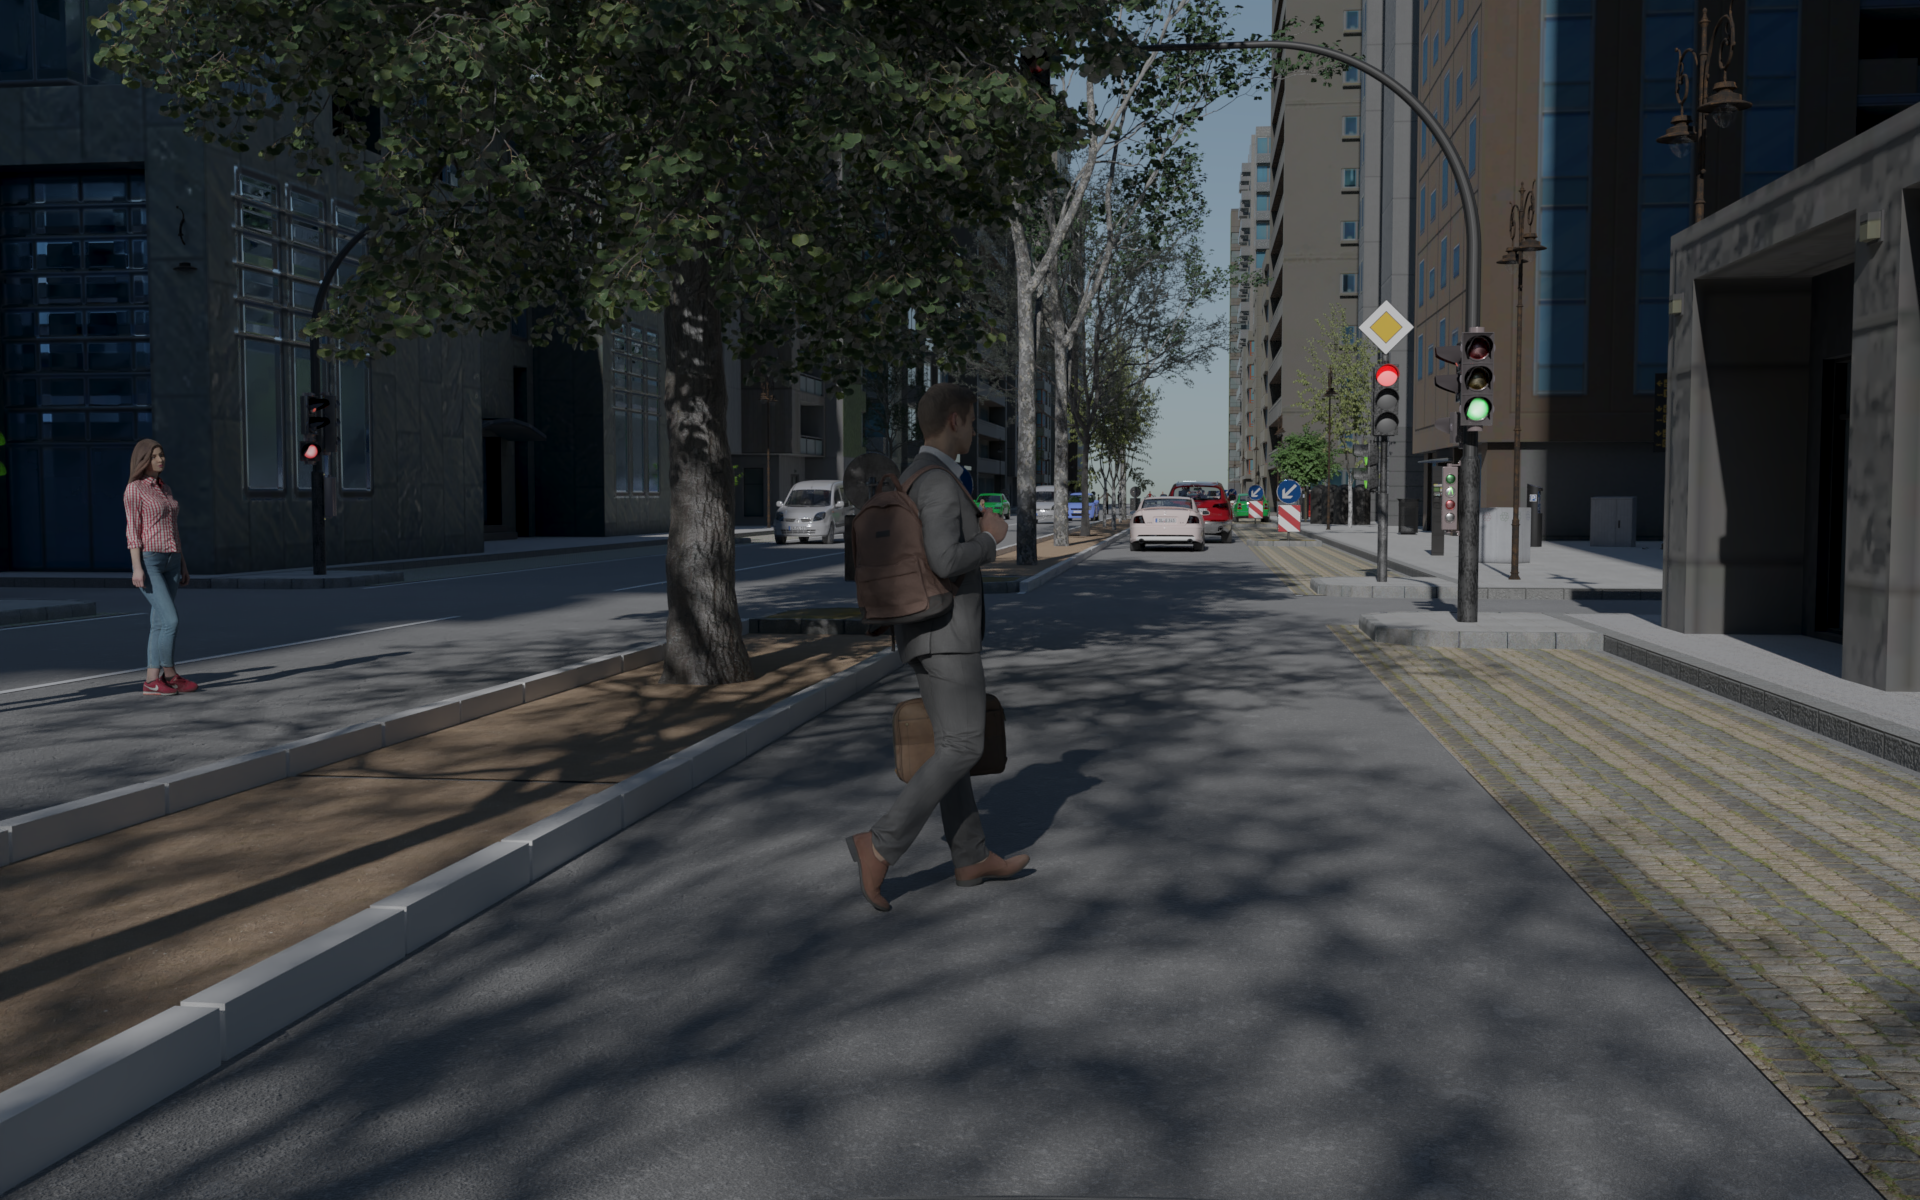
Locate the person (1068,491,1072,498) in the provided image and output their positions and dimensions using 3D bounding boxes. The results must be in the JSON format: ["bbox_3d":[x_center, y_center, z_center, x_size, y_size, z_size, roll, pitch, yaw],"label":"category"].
[{"bbox_3d":[11.256,-10.279,177.224,0.621,1.740,0.551,1,4,11],"label":"person"}]

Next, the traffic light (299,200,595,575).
[{"bbox_3d":[-8.077,-3.210,27.159,4.771,5.953,1.251,0,4,8],"label":"traffic light"}]

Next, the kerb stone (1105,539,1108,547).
[{"bbox_3d":[3.772,-1.457,46.025,0.120,0.150,1.000,0,4,8],"label":"kerb stone"}]

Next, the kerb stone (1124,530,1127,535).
[{"bbox_3d":[5.453,-2.195,58.225,0.120,0.150,1.000,0,4,8],"label":"kerb stone"}]

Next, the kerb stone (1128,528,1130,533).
[{"bbox_3d":[5.858,-2.390,61.268,0.120,0.150,1.000,0,4,8],"label":"kerb stone"}]

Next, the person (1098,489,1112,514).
[{"bbox_3d":[10.316,-6.973,122.513,1.348,1.823,0.705,-2,4,-27],"label":"person"}]

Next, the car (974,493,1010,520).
[{"bbox_3d":[1.719,-5.349,96.256,1.959,1.807,4.718,1,4,9],"label":"car"}]

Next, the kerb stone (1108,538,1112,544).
[{"bbox_3d":[4.060,-1.582,48.063,0.120,0.150,1.000,0,4,8],"label":"kerb stone"}]

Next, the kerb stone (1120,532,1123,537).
[{"bbox_3d":[5.031,-2.017,55.173,0.120,0.150,1.000,0,4,8],"label":"kerb stone"}]

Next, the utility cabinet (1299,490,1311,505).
[{"bbox_3d":[19.587,-5.433,97.504,1.173,1.500,0.318,2,4,27],"label":"utility cabinet"}]

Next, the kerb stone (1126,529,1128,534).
[{"bbox_3d":[5.589,-2.266,59.238,0.120,0.150,1.000,0,4,8],"label":"kerb stone"}]

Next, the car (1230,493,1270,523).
[{"bbox_3d":[14.687,-4.825,87.678,1.959,1.807,4.718,0,4,6],"label":"car"}]

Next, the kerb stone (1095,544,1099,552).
[{"bbox_3d":[3.225,-1.209,41.966,0.120,0.150,1.000,0,4,8],"label":"kerb stone"}]

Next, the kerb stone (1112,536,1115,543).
[{"bbox_3d":[4.334,-1.706,50.090,0.120,0.150,1.000,0,4,8],"label":"kerb stone"}]

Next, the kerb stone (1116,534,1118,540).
[{"bbox_3d":[4.608,-1.826,52.118,0.120,0.150,1.000,0,4,8],"label":"kerb stone"}]

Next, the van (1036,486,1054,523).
[{"bbox_3d":[4.208,-4.720,84.186,2.013,2.044,4.112,1,4,9],"label":"van"}]

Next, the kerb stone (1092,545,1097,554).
[{"bbox_3d":[3.087,-1.147,40.954,0.120,0.150,1.000,0,4,8],"label":"kerb stone"}]

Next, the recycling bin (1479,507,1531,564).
[{"bbox_3d":[10.150,-1.206,32.273,0.722,1.027,0.722,3,5,43],"label":"recycling bin"}]

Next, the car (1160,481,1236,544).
[{"bbox_3d":[7.097,-2.633,51.718,2.281,1.827,5.304,1,4,8],"label":"car"}]

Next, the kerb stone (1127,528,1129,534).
[{"bbox_3d":[5.722,-2.328,60.255,0.120,0.150,1.000,0,4,8],"label":"kerb stone"}]

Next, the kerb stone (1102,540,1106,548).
[{"bbox_3d":[3.643,-1.395,45.007,0.120,0.150,1.000,0,4,8],"label":"kerb stone"}]

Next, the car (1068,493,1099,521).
[{"bbox_3d":[6.460,-5.056,92.256,1.945,1.707,3.694,1,4,10],"label":"car"}]

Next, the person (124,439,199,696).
[{"bbox_3d":[-5.708,-0.232,12.309,0.388,1.821,0.555,0,4,1],"label":"person"}]

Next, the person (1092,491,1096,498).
[{"bbox_3d":[14.465,-11.058,190.024,1.217,1.735,0.721,-3,4,-37],"label":"person"}]

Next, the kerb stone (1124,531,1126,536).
[{"bbox_3d":[5.305,-2.134,57.214,0.120,0.150,1.000,0,4,8],"label":"kerb stone"}]

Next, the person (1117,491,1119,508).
[{"bbox_3d":[15.892,-10.099,174.446,0.721,1.723,1.217,0,4,6],"label":"person"}]

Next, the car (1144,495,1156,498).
[{"bbox_3d":[27.363,-14.408,248.157,1.945,1.354,3.894,1,4,8],"label":"car"}]

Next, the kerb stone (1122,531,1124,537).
[{"bbox_3d":[5.171,-2.079,56.188,0.120,0.150,1.000,0,4,8],"label":"kerb stone"}]

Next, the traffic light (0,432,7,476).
[{"bbox_3d":[-11.244,-1.870,19.495,0.839,4.253,0.868,0,4,8],"label":"traffic light"}]

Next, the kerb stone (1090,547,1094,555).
[{"bbox_3d":[2.938,-1.085,39.929,0.120,0.150,1.000,0,4,8],"label":"kerb stone"}]

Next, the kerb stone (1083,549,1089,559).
[{"bbox_3d":[2.667,-0.960,37.897,0.120,0.150,1.000,0,4,8],"label":"kerb stone"}]

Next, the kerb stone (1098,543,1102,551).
[{"bbox_3d":[3.363,-1.271,42.979,0.120,0.150,1.000,0,4,8],"label":"kerb stone"}]

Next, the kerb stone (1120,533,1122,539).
[{"bbox_3d":[4.893,-1.955,54.159,0.120,0.150,1.000,0,4,8],"label":"kerb stone"}]

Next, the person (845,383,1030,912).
[{"bbox_3d":[-0.098,0.138,6.213,0.822,1.834,0.622,-2,4,-29],"label":"person"}]

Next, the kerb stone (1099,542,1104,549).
[{"bbox_3d":[3.500,-1.333,43.994,0.120,0.150,1.000,0,4,8],"label":"kerb stone"}]

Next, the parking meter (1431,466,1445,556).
[{"bbox_3d":[9.972,-1.859,36.110,0.255,1.863,0.399,1,4,14],"label":"parking meter"}]

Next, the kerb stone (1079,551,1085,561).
[{"bbox_3d":[2.523,-0.895,36.869,0.120,0.150,1.000,0,4,8],"label":"kerb stone"}]

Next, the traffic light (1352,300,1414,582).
[{"bbox_3d":[6.150,-2.219,25.201,0.839,4.253,0.868,0,4,8],"label":"traffic light"}]

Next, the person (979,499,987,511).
[{"bbox_3d":[1.361,-4.818,92.779,0.738,1.151,1.012,3,4,39],"label":"person"}]

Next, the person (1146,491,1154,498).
[{"bbox_3d":[25.526,-13.704,232.501,1.348,1.831,0.705,-2,4,-28],"label":"person"}]

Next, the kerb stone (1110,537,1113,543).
[{"bbox_3d":[4.191,-1.644,49.077,0.120,0.150,1.000,0,4,8],"label":"kerb stone"}]

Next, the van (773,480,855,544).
[{"bbox_3d":[-4.248,-2.679,50.814,2.013,2.044,4.112,1,4,9],"label":"van"}]

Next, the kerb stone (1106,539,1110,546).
[{"bbox_3d":[3.914,-1.518,47.037,0.120,0.150,1.000,0,4,8],"label":"kerb stone"}]

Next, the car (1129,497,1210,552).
[{"bbox_3d":[5.373,-1.972,44.612,2.083,1.381,4.827,1,4,9],"label":"car"}]

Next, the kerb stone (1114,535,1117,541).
[{"bbox_3d":[4.475,-1.768,51.103,0.120,0.150,1.000,0,4,8],"label":"kerb stone"}]

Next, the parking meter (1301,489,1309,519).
[{"bbox_3d":[17.577,-4.879,88.185,0.372,1.533,0.369,0,3,0],"label":"parking meter"}]

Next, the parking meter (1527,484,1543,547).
[{"bbox_3d":[13.944,-2.057,42.039,0.372,1.533,0.369,0,3,0],"label":"parking meter"}]

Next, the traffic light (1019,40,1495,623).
[{"bbox_3d":[2.984,-2.616,17.431,4.771,5.953,1.251,0,4,8],"label":"traffic light"}]

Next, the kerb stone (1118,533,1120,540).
[{"bbox_3d":[4.751,-1.892,53.137,0.120,0.150,1.000,0,4,8],"label":"kerb stone"}]

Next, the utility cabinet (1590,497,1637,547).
[{"bbox_3d":[15.886,-1.894,42.124,1.020,1.237,0.306,3,5,41],"label":"utility cabinet"}]

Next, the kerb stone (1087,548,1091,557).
[{"bbox_3d":[2.806,-1.023,38.915,0.120,0.150,1.000,0,4,8],"label":"kerb stone"}]

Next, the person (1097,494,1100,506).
[{"bbox_3d":[13.211,-9.402,165.477,0.557,1.426,1.065,1,4,10],"label":"person"}]
